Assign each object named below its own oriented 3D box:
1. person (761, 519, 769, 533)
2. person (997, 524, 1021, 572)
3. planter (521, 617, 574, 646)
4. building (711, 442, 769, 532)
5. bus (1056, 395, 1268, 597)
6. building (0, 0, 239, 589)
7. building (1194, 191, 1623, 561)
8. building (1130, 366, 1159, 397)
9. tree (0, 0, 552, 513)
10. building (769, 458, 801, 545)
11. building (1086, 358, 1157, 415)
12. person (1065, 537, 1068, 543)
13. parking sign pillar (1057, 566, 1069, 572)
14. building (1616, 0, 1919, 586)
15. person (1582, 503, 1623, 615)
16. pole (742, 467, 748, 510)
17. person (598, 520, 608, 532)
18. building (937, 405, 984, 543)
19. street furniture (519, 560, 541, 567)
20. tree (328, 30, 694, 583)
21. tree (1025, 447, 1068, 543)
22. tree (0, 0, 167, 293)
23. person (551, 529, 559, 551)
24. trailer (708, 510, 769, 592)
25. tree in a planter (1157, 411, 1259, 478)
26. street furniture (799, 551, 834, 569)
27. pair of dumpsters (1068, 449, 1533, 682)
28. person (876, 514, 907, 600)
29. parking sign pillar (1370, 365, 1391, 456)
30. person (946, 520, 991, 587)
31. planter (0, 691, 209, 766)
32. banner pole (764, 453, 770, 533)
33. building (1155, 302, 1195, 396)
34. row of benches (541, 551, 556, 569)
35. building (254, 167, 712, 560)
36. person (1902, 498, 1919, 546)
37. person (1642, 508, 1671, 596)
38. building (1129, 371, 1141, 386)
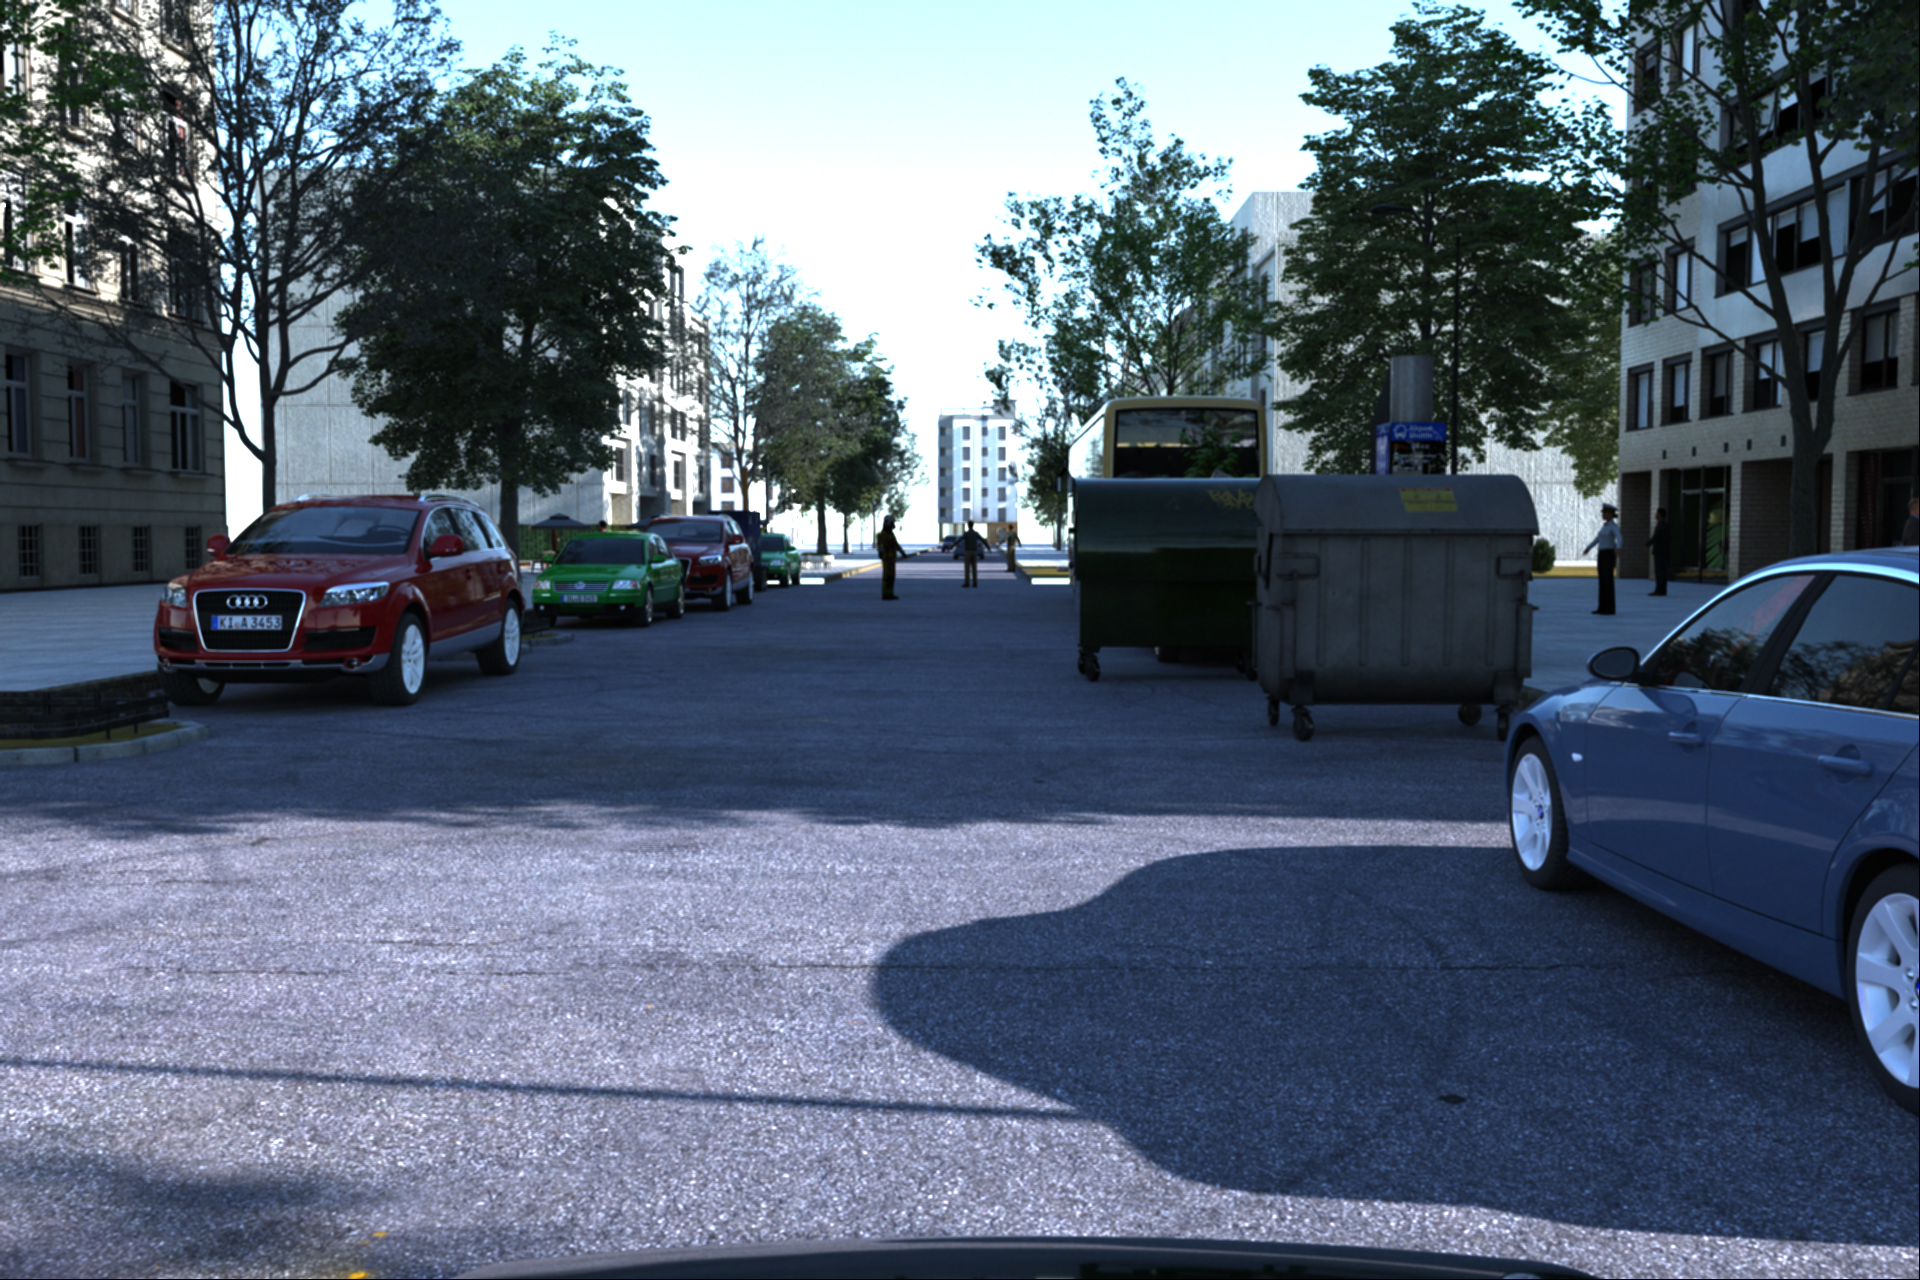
[{"bbox_3d":[-6.305,-3.051,56.351,0.721,1.772,1.216,-3,5,-44],"label":"person"},{"bbox_3d":[1.903,-3.457,65.245,0.705,1.796,1.348,3,5,42],"label":"person"},{"bbox_3d":[-6.203,-0.105,22.858,1.991,0.319,1.994,0,4,1],"label":"planter"},{"bbox_3d":[-23.370,-14.060,172.024,9.099,9.664,28.070,0,4,1],"label":"building"},{"bbox_3d":[3.522,-2.511,32.599,2.896,3.916,12.252,0,4,1],"label":"bus"},{"bbox_3d":[-27.778,-12.338,33.750,16.112,23.069,30.059,0,3,0],"label":"building"},{"bbox_3d":[23.542,-14.160,97.970,16.747,18.905,31.486,0,4,1],"label":"building"},{"bbox_3d":[27.377,-20.967,173.731,19.493,23.208,18.063,0,4,0],"label":"building"},{"bbox_3d":[-12.415,-7.352,30.580,12.009,13.543,11.850,0,3,0],"label":"tree"},{"bbox_3d":[-23.264,-16.081,205.078,9.099,9.664,28.070,0,4,1],"label":"building"},{"bbox_3d":[25.117,-23.319,212.186,19.493,23.208,18.063,0,4,1],"label":"building"},{"bbox_3d":[4.653,-3.726,66.774,1.347,1.847,0.705,1,4,21],"label":"person"},{"bbox_3d":[4.021,-4.308,58.909,1.447,3.967,1.447,0,4,2],"label":"parking sign pillar"},{"bbox_3d":[28.266,-13.396,25.604,21.656,26.213,47.522,0,4,1],"label":"building"},{"bbox_3d":[10.245,-1.294,27.617,0.721,1.778,1.216,0,4,-5],"label":"person"},{"bbox_3d":[-6.557,-3.618,52.992,0.158,3.312,0.155,0,3,0],"label":"pole"},{"bbox_3d":[-14.376,-3.878,69.543,0.704,1.843,1.345,2,4,24],"label":"person"},{"bbox_3d":[-2.985,-23.701,246.387,11.380,20.090,16.016,0,4,3],"label":"building"},{"bbox_3d":[-21.901,-3.655,66.609,9.812,1.723,11.010,1,4,19],"label":"street furniture"},{"bbox_3d":[-11.851,-8.450,44.813,9.857,13.997,8.962,0,3,0],"label":"tree"},{"bbox_3d":[14.052,-20.472,241.364,9.857,13.997,8.962,0,3,0],"label":"tree"},{"bbox_3d":[-12.367,-5.674,18.522,9.928,11.665,9.643,0,3,0],"label":"tree"},{"bbox_3d":[-18.294,-4.418,78.371,0.704,1.812,1.346,-1,4,-20],"label":"person"},{"bbox_3d":[-5.608,-2.176,42.623,1.471,1.999,3.904,0,4,1],"label":"trailer"},{"bbox_3d":[3.622,-1.706,25.122,1.991,3.239,1.994,0,4,0],"label":"tree in a planter"},{"bbox_3d":[-8.489,-3.054,65.562,5.734,0.657,10.072,-2,4,-25],"label":"street furniture"},{"bbox_3d":[3.299,-0.753,17.261,4.436,2.255,1.574,0,4,1],"label":"pair of dumpsters"},{"bbox_3d":[-1.526,-1.805,37.735,0.705,1.858,1.354,1,4,21],"label":"person"},{"bbox_3d":[7.064,-2.442,28.402,1.447,3.967,1.447,0,4,1],"label":"parking sign pillar"},{"bbox_3d":[0.275,-2.320,46.662,1.348,1.796,0.705,-2,4,-27],"label":"person"},{"bbox_3d":[-6.274,0.578,11.687,1.991,0.319,1.994,0,4,1],"label":"planter"},{"bbox_3d":[-5.990,-3.910,53.945,0.401,3.779,0.863,0,4,3],"label":"banner pole"},{"bbox_3d":[24.773,-18.208,128.635,19.493,23.208,18.063,0,4,1],"label":"building"},{"bbox_3d":[-14.658,-2.914,63.108,1.422,0.672,4.104,-1,4,-22],"label":"row of benches"},{"bbox_3d":[-25.318,-14.260,99.610,16.747,18.905,31.486,0,4,1],"label":"building"},{"bbox_3d":[12.789,-1.007,23.066,0.434,1.755,0.990,3,4,39],"label":"person"},{"bbox_3d":[14.550,-1.833,36.042,0.705,1.821,1.348,3,5,41],"label":"person"},{"bbox_3d":[24.584,-21.038,200.387,16.016,20.090,11.380,0,4,1],"label":"building"}]
